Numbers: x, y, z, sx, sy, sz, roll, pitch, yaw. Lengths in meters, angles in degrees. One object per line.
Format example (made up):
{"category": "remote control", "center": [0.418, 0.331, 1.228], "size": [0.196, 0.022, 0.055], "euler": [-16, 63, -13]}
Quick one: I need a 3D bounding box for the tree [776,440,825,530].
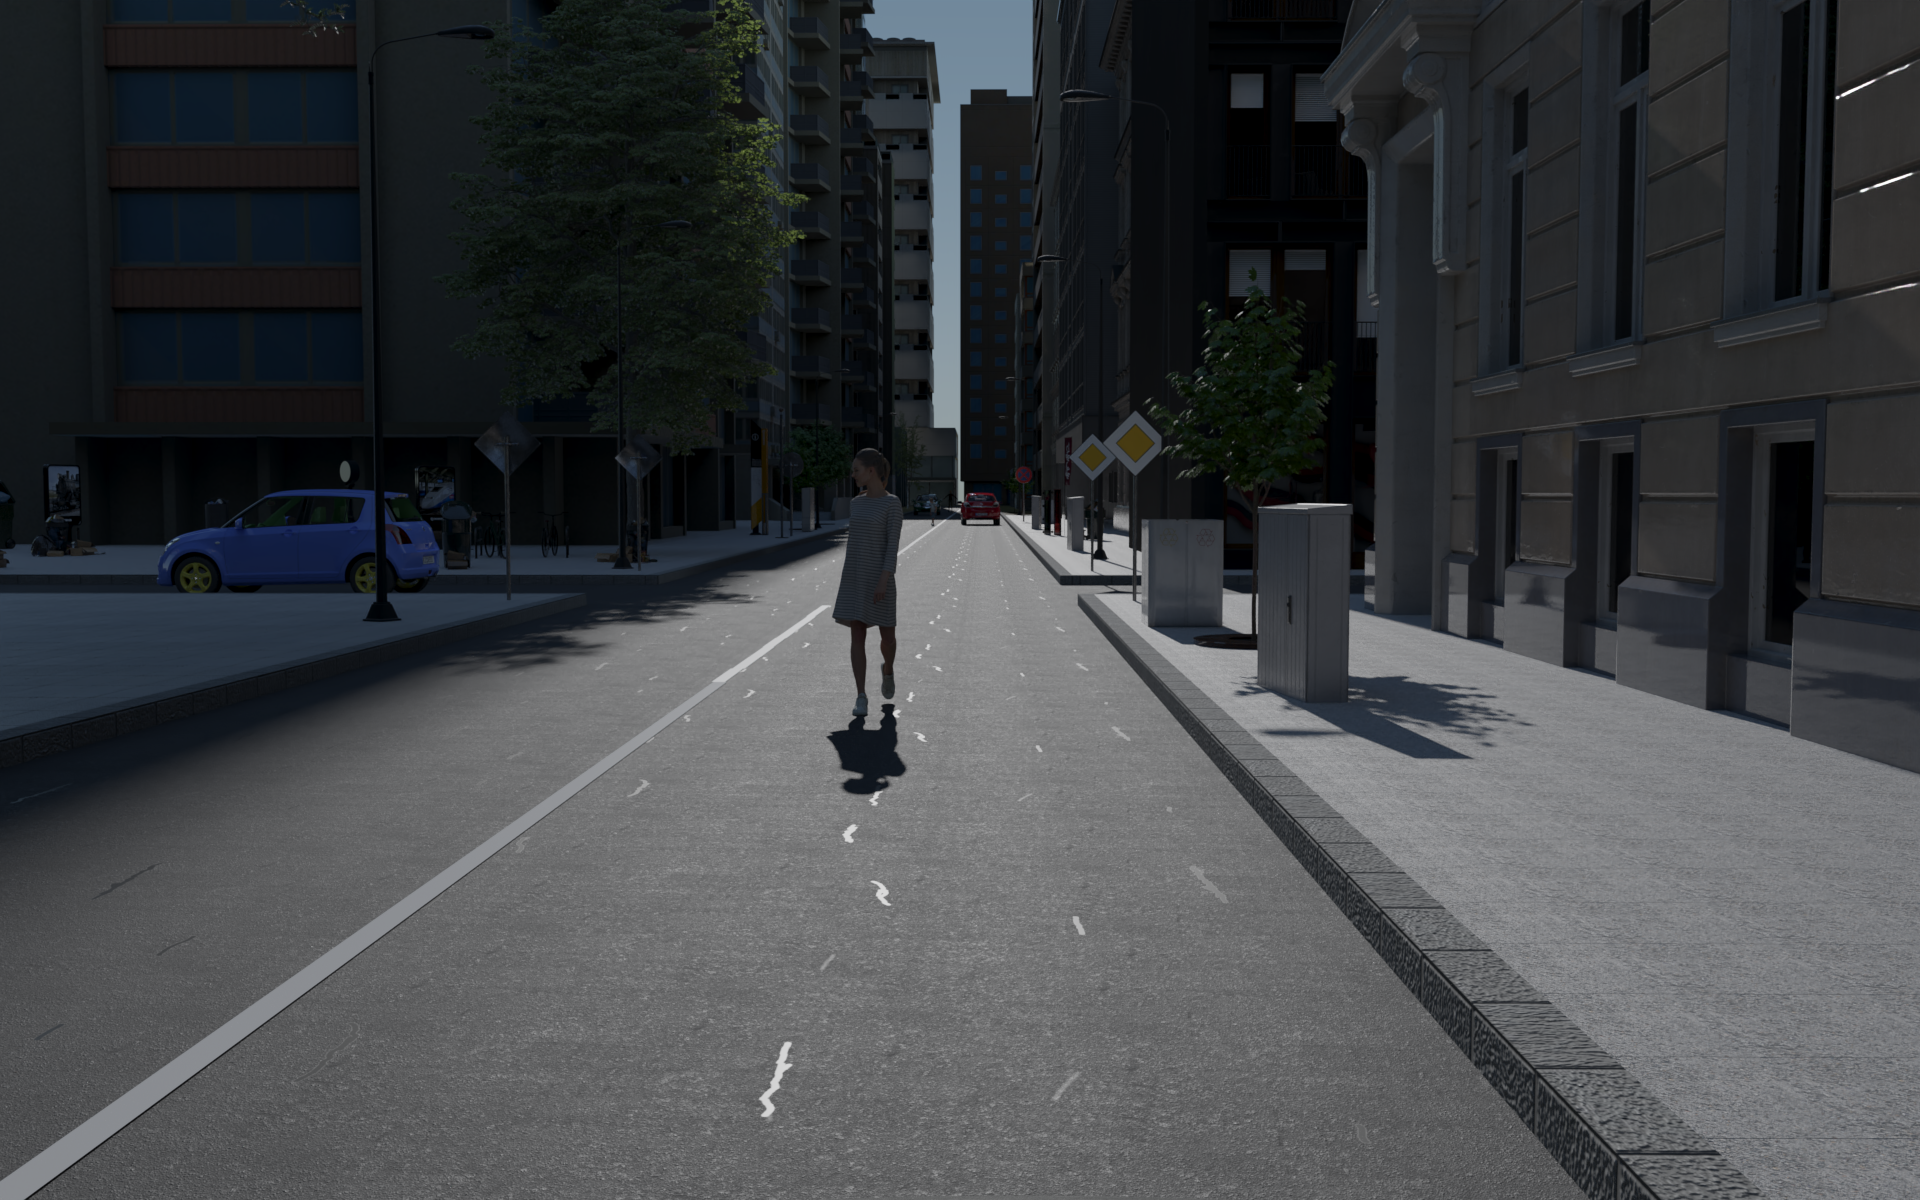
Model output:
{"category": "tree", "center": [-5.546, -4.105, 61.714], "size": [1.663, 3.219, 1.824], "euler": [0, 3, 0]}

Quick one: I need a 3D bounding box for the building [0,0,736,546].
{"category": "building", "center": [-18.018, -24.466, 54.646], "size": [22.147, 44.769, 28.867], "euler": [0, 4, 1]}

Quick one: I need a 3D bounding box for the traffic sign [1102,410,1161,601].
{"category": "traffic sign", "center": [2.094, -1.047, 20.753], "size": [0.795, 2.450, 0.064], "euler": [0, 4, 1]}

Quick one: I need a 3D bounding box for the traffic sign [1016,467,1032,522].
{"category": "traffic sign", "center": [2.952, -4.899, 80.210], "size": [0.768, 2.556, 0.104], "euler": [0, 4, 1]}

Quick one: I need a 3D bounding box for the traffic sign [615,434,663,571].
{"category": "traffic sign", "center": [-5.348, -1.542, 28.852], "size": [0.795, 2.450, 0.064], "euler": [0, 4, 1]}

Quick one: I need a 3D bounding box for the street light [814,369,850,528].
{"category": "street light", "center": [-4.787, -5.628, 64.563], "size": [1.470, 5.913, 1.316], "euler": [0, 4, 1]}

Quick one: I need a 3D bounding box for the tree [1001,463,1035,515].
{"category": "tree", "center": [3.860, -7.584, 118.594], "size": [1.663, 3.219, 1.824], "euler": [0, 3, 0]}

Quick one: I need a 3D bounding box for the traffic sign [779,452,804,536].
{"category": "traffic sign", "center": [-5.141, -3.217, 52.710], "size": [0.768, 2.556, 0.104], "euler": [1, 4, 8]}

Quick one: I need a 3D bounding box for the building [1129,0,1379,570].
{"category": "building", "center": [11.867, -12.528, 34.512], "size": [15.834, 23.373, 12.332], "euler": [0, 4, 1]}

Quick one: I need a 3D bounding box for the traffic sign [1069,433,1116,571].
{"category": "traffic sign", "center": [2.195, -1.535, 28.737], "size": [0.795, 2.450, 0.064], "euler": [0, 4, 1]}

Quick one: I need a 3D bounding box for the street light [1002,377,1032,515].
{"category": "street light", "center": [2.519, -5.906, 69.097], "size": [1.470, 5.913, 1.316], "euler": [0, 4, 1]}

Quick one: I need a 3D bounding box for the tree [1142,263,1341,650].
{"category": "tree", "center": [2.375, -1.229, 14.696], "size": [1.663, 3.219, 1.824], "euler": [0, 3, 0]}

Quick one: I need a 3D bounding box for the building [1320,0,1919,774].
{"category": "building", "center": [10.633, -13.632, 8.782], "size": [13.634, 28.700, 20.117], "euler": [0, 4, 1]}

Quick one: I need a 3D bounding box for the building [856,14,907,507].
{"category": "building", "center": [-21.099, -52.185, 165.904], "size": [31.000, 86.520, 22.319], "euler": [0, 4, 1]}

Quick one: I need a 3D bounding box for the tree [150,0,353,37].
{"category": "tree", "center": [-6.872, -6.065, 9.533], "size": [12.009, 13.543, 11.850], "euler": [0, 3, 0]}

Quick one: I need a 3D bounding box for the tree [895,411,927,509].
{"category": "tree", "center": [-4.634, -12.345, 152.205], "size": [4.737, 8.622, 4.395], "euler": [0, 3, 0]}

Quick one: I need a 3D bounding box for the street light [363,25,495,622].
{"category": "street light", "center": [-5.308, -2.740, 17.334], "size": [1.470, 5.913, 1.316], "euler": [0, 4, 1]}

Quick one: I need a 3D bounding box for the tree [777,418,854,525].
{"category": "tree", "center": [-6.016, -5.464, 73.051], "size": [4.285, 4.588, 4.351], "euler": [0, 3, 0]}

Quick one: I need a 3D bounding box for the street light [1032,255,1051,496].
{"category": "street light", "center": [2.207, -3.750, 33.850], "size": [1.470, 5.913, 1.316], "euler": [0, 4, 1]}

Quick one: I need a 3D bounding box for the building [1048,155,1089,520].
{"category": "building", "center": [10.037, -15.015, 94.654], "size": [9.793, 20.994, 18.267], "euler": [0, 4, 1]}

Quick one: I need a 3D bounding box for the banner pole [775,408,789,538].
{"category": "banner pole", "center": [-5.186, -3.702, 50.550], "size": [0.401, 3.779, 0.863], "euler": [0, 4, -1]}

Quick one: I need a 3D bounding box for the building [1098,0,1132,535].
{"category": "building", "center": [10.013, -11.425, 51.429], "size": [10.561, 19.102, 19.286], "euler": [0, 4, 1]}

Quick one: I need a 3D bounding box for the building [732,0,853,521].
{"category": "building", "center": [-22.034, -24.301, 89.204], "size": [32.217, 40.220, 23.993], "euler": [0, 4, 1]}

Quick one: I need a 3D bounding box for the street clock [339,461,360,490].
{"category": "street clock", "center": [-13.201, -2.014, 37.501], "size": [0.471, 2.002, 0.358], "euler": [3, 5, 41]}

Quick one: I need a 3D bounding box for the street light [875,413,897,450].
{"category": "street light", "center": [-4.314, -7.756, 99.357], "size": [1.470, 5.913, 1.316], "euler": [0, 4, 1]}

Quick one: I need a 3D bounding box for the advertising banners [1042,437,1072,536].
{"category": "advertising banners", "center": [3.024, -3.521, 53.758], "size": [0.090, 3.025, 2.074], "euler": [-1, 4, -22]}

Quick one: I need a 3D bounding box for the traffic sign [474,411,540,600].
{"category": "traffic sign", "center": [-5.449, -1.054, 20.868], "size": [0.795, 2.450, 0.064], "euler": [0, 4, 1]}

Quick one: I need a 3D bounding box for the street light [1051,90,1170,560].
{"category": "street light", "center": [1.845, -2.908, 20.085], "size": [1.470, 5.913, 1.316], "euler": [0, 4, 1]}

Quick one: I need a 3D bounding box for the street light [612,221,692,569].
{"category": "street light", "center": [-5.259, -3.489, 29.583], "size": [1.470, 5.913, 1.316], "euler": [0, 4, 1]}

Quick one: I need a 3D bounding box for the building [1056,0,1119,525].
{"category": "building", "center": [11.669, -17.079, 72.755], "size": [14.314, 27.812, 24.014], "euler": [0, 4, 1]}

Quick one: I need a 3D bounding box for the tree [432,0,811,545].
{"category": "tree", "center": [-6.934, -7.207, 35.967], "size": [7.486, 12.596, 7.792], "euler": [0, 3, 0]}
